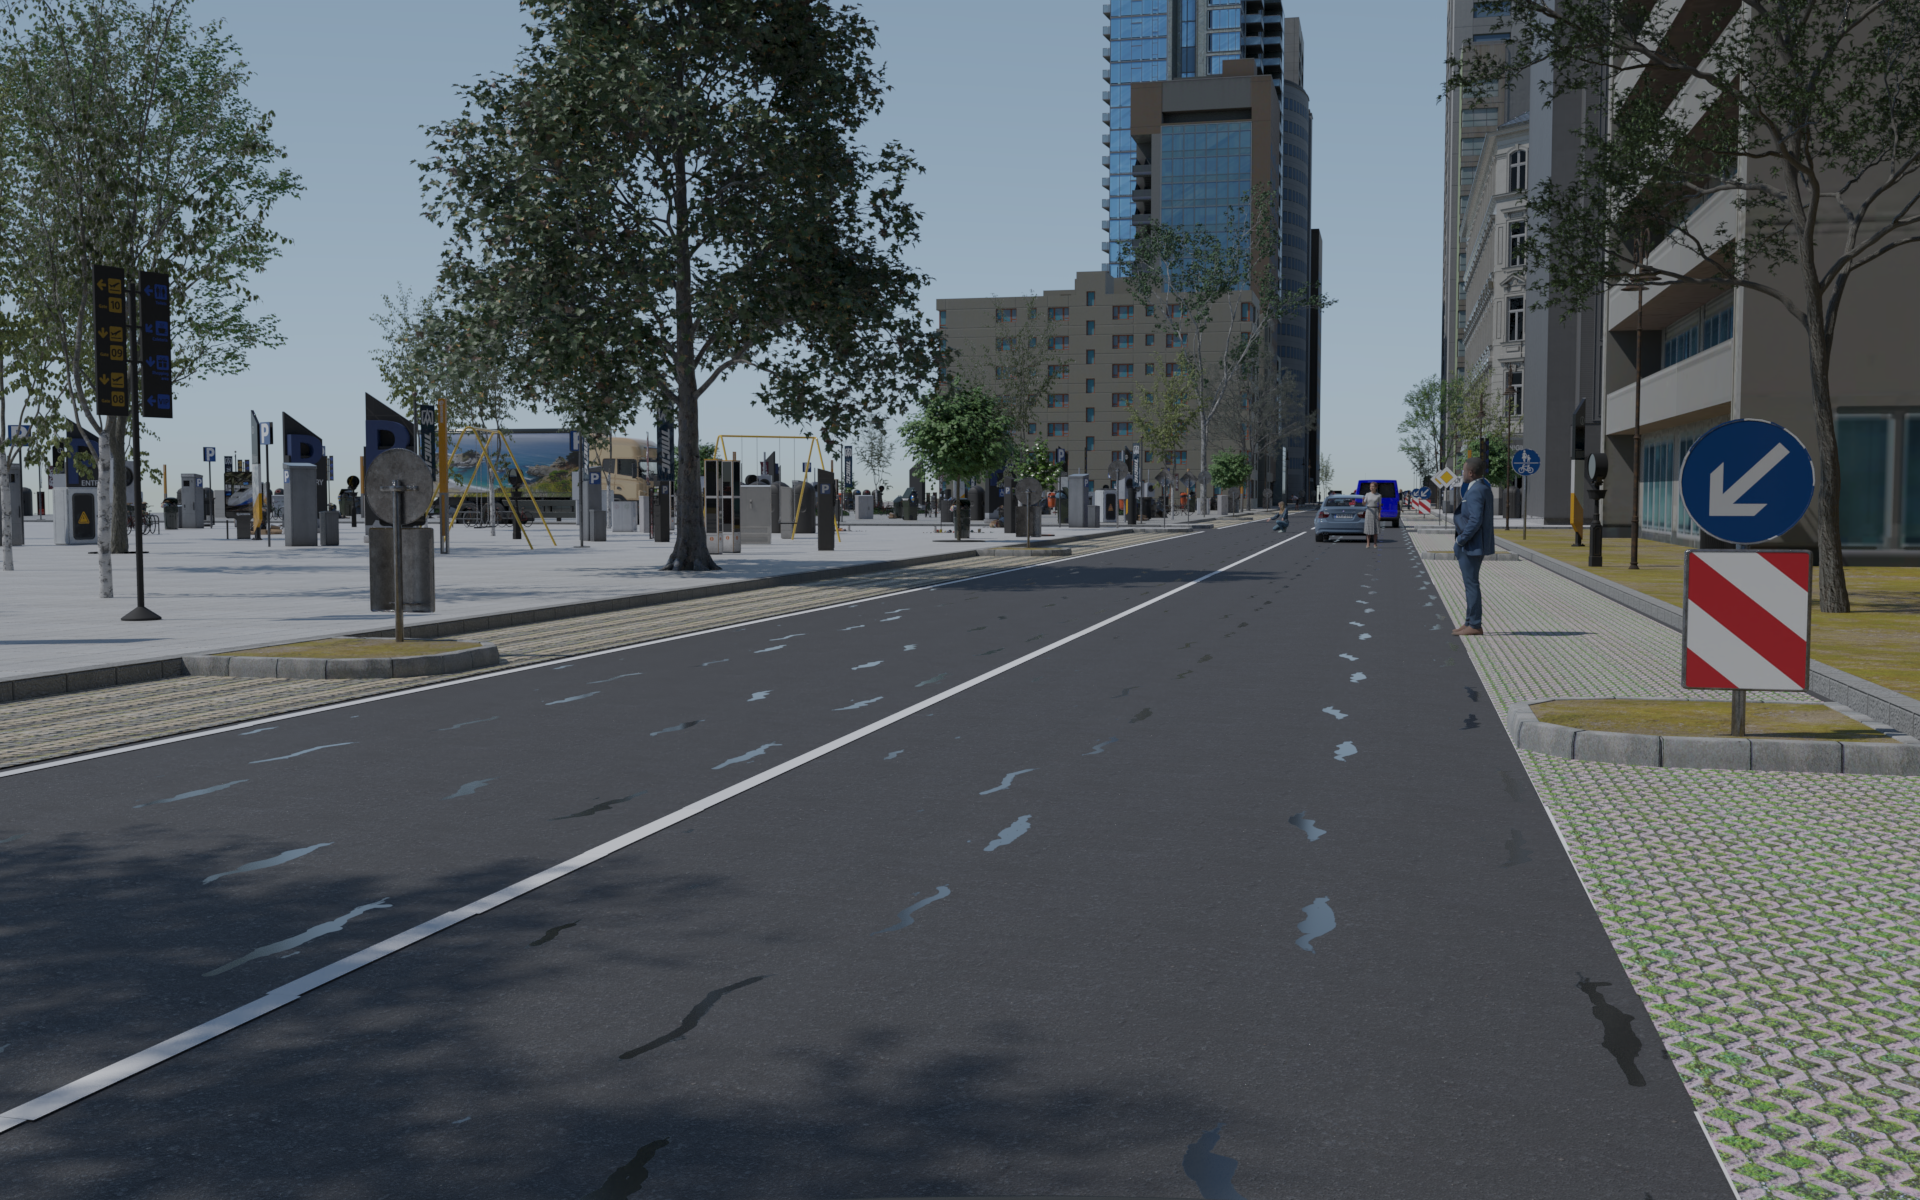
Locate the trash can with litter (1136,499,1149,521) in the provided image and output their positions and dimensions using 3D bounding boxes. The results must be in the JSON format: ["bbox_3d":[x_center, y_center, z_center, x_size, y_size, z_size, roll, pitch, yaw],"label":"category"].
[{"bbox_3d":[8.539,-4.344,82.407,0.624,1.170,1.055,-3,5,-42],"label":"trash can with litter"}]

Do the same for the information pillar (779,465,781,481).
[{"bbox_3d":[-14.668,-9.085,139.894,0.504,3.616,0.183,1,4,20],"label":"information pillar"}]

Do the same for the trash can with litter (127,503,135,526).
[{"bbox_3d":[-33.158,-3.492,68.482,1.055,1.170,0.624,-2,4,-28],"label":"trash can with litter"}]

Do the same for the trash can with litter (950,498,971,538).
[{"bbox_3d":[0.007,-2.369,50.122,0.624,1.170,1.055,0,4,-2],"label":"trash can with litter"}]

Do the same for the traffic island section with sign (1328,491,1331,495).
[{"bbox_3d":[60.005,-16.376,276.367,1.989,1.847,2.006,1,4,14],"label":"traffic island section with sign"}]

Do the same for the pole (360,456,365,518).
[{"bbox_3d":[-32.064,-6.061,92.946,0.158,3.312,0.155,0,3,0],"label":"pole"}]

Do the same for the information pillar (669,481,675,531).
[{"bbox_3d":[-10.247,-3.453,60.944,0.304,2.012,0.304,1,4,19],"label":"information pillar"}]

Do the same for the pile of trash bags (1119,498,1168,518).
[{"bbox_3d":[9.578,-5.078,92.770,1.912,1.369,3.447,3,4,39],"label":"pile of trash bags"}]

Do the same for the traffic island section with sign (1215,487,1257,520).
[{"bbox_3d":[15.046,-5.278,94.918,1.989,1.847,2.006,1,4,14],"label":"traffic island section with sign"}]

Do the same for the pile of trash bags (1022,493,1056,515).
[{"bbox_3d":[4.932,-5.944,106.934,1.912,1.369,3.447,-2,4,-30],"label":"pile of trash bags"}]

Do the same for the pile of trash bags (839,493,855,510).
[{"bbox_3d":[-8.720,-7.936,139.506,3.447,1.369,1.912,3,5,44],"label":"pile of trash bags"}]

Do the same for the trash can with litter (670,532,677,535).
[{"bbox_3d":[-8.808,-2.705,55.285,1.678,1.210,2.233,0,4,1],"label":"trash can with litter"}]

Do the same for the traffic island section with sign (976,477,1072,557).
[{"bbox_3d":[1.555,-1.946,40.447,1.989,1.847,2.006,1,4,14],"label":"traffic island section with sign"}]

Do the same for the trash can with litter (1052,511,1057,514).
[{"bbox_3d":[6.630,-6.330,114.554,1.678,1.210,2.233,-2,4,-27],"label":"trash can with litter"}]

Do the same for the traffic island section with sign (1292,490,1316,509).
[{"bbox_3d":[33.577,-9.852,169.708,1.989,1.847,2.006,1,4,14],"label":"traffic island section with sign"}]

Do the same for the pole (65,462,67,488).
[{"bbox_3d":[-56.893,-7.119,110.234,0.158,3.312,0.155,0,3,0],"label":"pole"}]

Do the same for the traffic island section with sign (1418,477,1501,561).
[{"bbox_3d":[11.150,-1.793,37.948,1.989,1.847,2.006,1,4,14],"label":"traffic island section with sign"}]

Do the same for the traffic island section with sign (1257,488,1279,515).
[{"bbox_3d":[21.593,-6.894,121.336,1.989,1.847,2.006,1,4,14],"label":"traffic island section with sign"}]

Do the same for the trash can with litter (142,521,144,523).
[{"bbox_3d":[-34.409,-3.688,71.358,1.678,1.210,2.233,3,5,43],"label":"trash can with litter"}]

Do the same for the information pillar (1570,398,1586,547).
[{"bbox_3d":[15.055,-3.109,42.181,0.504,3.616,0.183,-3,5,-42],"label":"information pillar"}]

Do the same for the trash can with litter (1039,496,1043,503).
[{"bbox_3d":[6.498,-7.482,133.717,1.055,1.170,0.624,-1,4,-17],"label":"trash can with litter"}]

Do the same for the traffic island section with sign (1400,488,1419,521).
[{"bbox_3d":[24.408,-5.066,91.462,1.989,1.847,2.006,1,4,14],"label":"traffic island section with sign"}]

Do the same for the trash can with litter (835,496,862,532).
[{"bbox_3d":[-4.301,-2.993,59.990,1.678,1.210,2.233,-1,4,-22],"label":"trash can with litter"}]

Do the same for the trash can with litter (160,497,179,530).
[{"bbox_3d":[-28.525,-3.123,62.444,0.624,1.170,1.055,-2,4,-30],"label":"trash can with litter"}]

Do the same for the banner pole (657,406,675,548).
[{"bbox_3d":[-6.763,-3.099,40.682,0.863,3.779,0.401,-3,4,-36],"label":"banner pole"}]

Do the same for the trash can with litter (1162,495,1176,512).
[{"bbox_3d":[14.605,-7.082,126.843,2.233,1.210,1.678,1,4,18],"label":"trash can with litter"}]

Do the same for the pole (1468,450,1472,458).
[{"bbox_3d":[23.719,-5.310,80.661,0.158,3.312,0.155,0,3,0],"label":"pole"}]

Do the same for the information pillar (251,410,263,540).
[{"bbox_3d":[-19.534,-3.470,48.090,0.183,3.616,0.504,-3,5,-41],"label":"information pillar"}]

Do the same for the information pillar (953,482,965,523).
[{"bbox_3d":[-0.053,-5.155,75.631,0.504,3.616,0.183,0,4,-7],"label":"information pillar"}]

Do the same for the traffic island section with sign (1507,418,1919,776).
[{"bbox_3d":[4.198,-0.075,9.856,1.989,1.847,2.006,1,4,14],"label":"traffic island section with sign"}]

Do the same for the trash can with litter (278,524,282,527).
[{"bbox_3d":[-26.310,-3.538,68.905,1.678,1.210,2.233,1,4,10],"label":"trash can with litter"}]

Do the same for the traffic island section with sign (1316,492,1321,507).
[{"bbox_3d":[40.072,-11.452,195.872,1.989,1.847,2.006,1,4,14],"label":"traffic island section with sign"}]

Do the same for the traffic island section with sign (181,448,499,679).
[{"bbox_3d":[-4.940,-0.346,14.283,1.989,1.847,2.006,1,4,14],"label":"traffic island section with sign"}]

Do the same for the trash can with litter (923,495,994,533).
[{"bbox_3d":[-0.016,-2.818,57.138,2.233,1.210,1.678,1,4,11],"label":"trash can with litter"}]

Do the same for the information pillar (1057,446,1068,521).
[{"bbox_3d":[4.962,-5.644,83.628,0.504,3.616,0.183,0,4,7],"label":"information pillar"}]

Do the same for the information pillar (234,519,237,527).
[{"bbox_3d":[-27.787,-3.806,66.725,0.304,2.012,0.304,-1,4,-9],"label":"information pillar"}]

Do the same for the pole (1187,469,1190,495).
[{"bbox_3d":[18.509,-8.966,140.430,0.158,3.312,0.155,0,3,0],"label":"pole"}]

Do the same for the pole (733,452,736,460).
[{"bbox_3d":[-10.831,-5.468,83.248,0.158,3.312,0.155,0,3,0],"label":"pole"}]

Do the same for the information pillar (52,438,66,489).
[{"bbox_3d":[-36.906,-4.872,71.006,0.504,3.616,0.183,0,4,-5],"label":"information pillar"}]

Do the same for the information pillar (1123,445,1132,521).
[{"bbox_3d":[8.084,-5.626,83.332,0.183,3.616,0.504,-2,4,-32],"label":"information pillar"}]

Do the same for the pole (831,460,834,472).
[{"bbox_3d":[-7.643,-6.713,103.597,0.158,3.312,0.155,0,3,0],"label":"pole"}]

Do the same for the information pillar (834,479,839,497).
[{"bbox_3d":[-6.093,-4.879,84.267,0.304,2.012,0.304,1,4,19],"label":"information pillar"}]

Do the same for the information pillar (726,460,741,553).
[{"bbox_3d":[-4.954,-2.020,37.521,0.304,2.012,0.304,2,4,28],"label":"information pillar"}]

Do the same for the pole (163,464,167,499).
[{"bbox_3d":[-54.627,-7.659,119.061,0.158,3.312,0.155,0,3,0],"label":"pole"}]

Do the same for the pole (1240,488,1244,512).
[{"bbox_3d":[19.821,-7.820,121.696,0.158,3.312,0.155,0,3,0],"label":"pole"}]

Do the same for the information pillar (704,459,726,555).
[{"bbox_3d":[-5.207,-1.964,36.606,0.304,2.012,0.304,1,4,10],"label":"information pillar"}]

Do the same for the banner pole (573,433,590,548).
[{"bbox_3d":[-8.960,-3.135,41.274,0.401,3.779,0.863,-2,4,-31],"label":"banner pole"}]

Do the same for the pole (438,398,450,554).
[{"bbox_3d":[-11.047,-2.643,37.049,0.158,3.312,0.155,0,3,0],"label":"pole"}]

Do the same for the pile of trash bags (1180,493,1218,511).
[{"bbox_3d":[18.729,-7.636,134.603,3.447,1.369,1.912,-1,4,-14],"label":"pile of trash bags"}]

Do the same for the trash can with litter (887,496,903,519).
[{"bbox_3d":[-3.279,-4.813,90.072,0.624,1.170,1.055,2,4,32],"label":"trash can with litter"}]
